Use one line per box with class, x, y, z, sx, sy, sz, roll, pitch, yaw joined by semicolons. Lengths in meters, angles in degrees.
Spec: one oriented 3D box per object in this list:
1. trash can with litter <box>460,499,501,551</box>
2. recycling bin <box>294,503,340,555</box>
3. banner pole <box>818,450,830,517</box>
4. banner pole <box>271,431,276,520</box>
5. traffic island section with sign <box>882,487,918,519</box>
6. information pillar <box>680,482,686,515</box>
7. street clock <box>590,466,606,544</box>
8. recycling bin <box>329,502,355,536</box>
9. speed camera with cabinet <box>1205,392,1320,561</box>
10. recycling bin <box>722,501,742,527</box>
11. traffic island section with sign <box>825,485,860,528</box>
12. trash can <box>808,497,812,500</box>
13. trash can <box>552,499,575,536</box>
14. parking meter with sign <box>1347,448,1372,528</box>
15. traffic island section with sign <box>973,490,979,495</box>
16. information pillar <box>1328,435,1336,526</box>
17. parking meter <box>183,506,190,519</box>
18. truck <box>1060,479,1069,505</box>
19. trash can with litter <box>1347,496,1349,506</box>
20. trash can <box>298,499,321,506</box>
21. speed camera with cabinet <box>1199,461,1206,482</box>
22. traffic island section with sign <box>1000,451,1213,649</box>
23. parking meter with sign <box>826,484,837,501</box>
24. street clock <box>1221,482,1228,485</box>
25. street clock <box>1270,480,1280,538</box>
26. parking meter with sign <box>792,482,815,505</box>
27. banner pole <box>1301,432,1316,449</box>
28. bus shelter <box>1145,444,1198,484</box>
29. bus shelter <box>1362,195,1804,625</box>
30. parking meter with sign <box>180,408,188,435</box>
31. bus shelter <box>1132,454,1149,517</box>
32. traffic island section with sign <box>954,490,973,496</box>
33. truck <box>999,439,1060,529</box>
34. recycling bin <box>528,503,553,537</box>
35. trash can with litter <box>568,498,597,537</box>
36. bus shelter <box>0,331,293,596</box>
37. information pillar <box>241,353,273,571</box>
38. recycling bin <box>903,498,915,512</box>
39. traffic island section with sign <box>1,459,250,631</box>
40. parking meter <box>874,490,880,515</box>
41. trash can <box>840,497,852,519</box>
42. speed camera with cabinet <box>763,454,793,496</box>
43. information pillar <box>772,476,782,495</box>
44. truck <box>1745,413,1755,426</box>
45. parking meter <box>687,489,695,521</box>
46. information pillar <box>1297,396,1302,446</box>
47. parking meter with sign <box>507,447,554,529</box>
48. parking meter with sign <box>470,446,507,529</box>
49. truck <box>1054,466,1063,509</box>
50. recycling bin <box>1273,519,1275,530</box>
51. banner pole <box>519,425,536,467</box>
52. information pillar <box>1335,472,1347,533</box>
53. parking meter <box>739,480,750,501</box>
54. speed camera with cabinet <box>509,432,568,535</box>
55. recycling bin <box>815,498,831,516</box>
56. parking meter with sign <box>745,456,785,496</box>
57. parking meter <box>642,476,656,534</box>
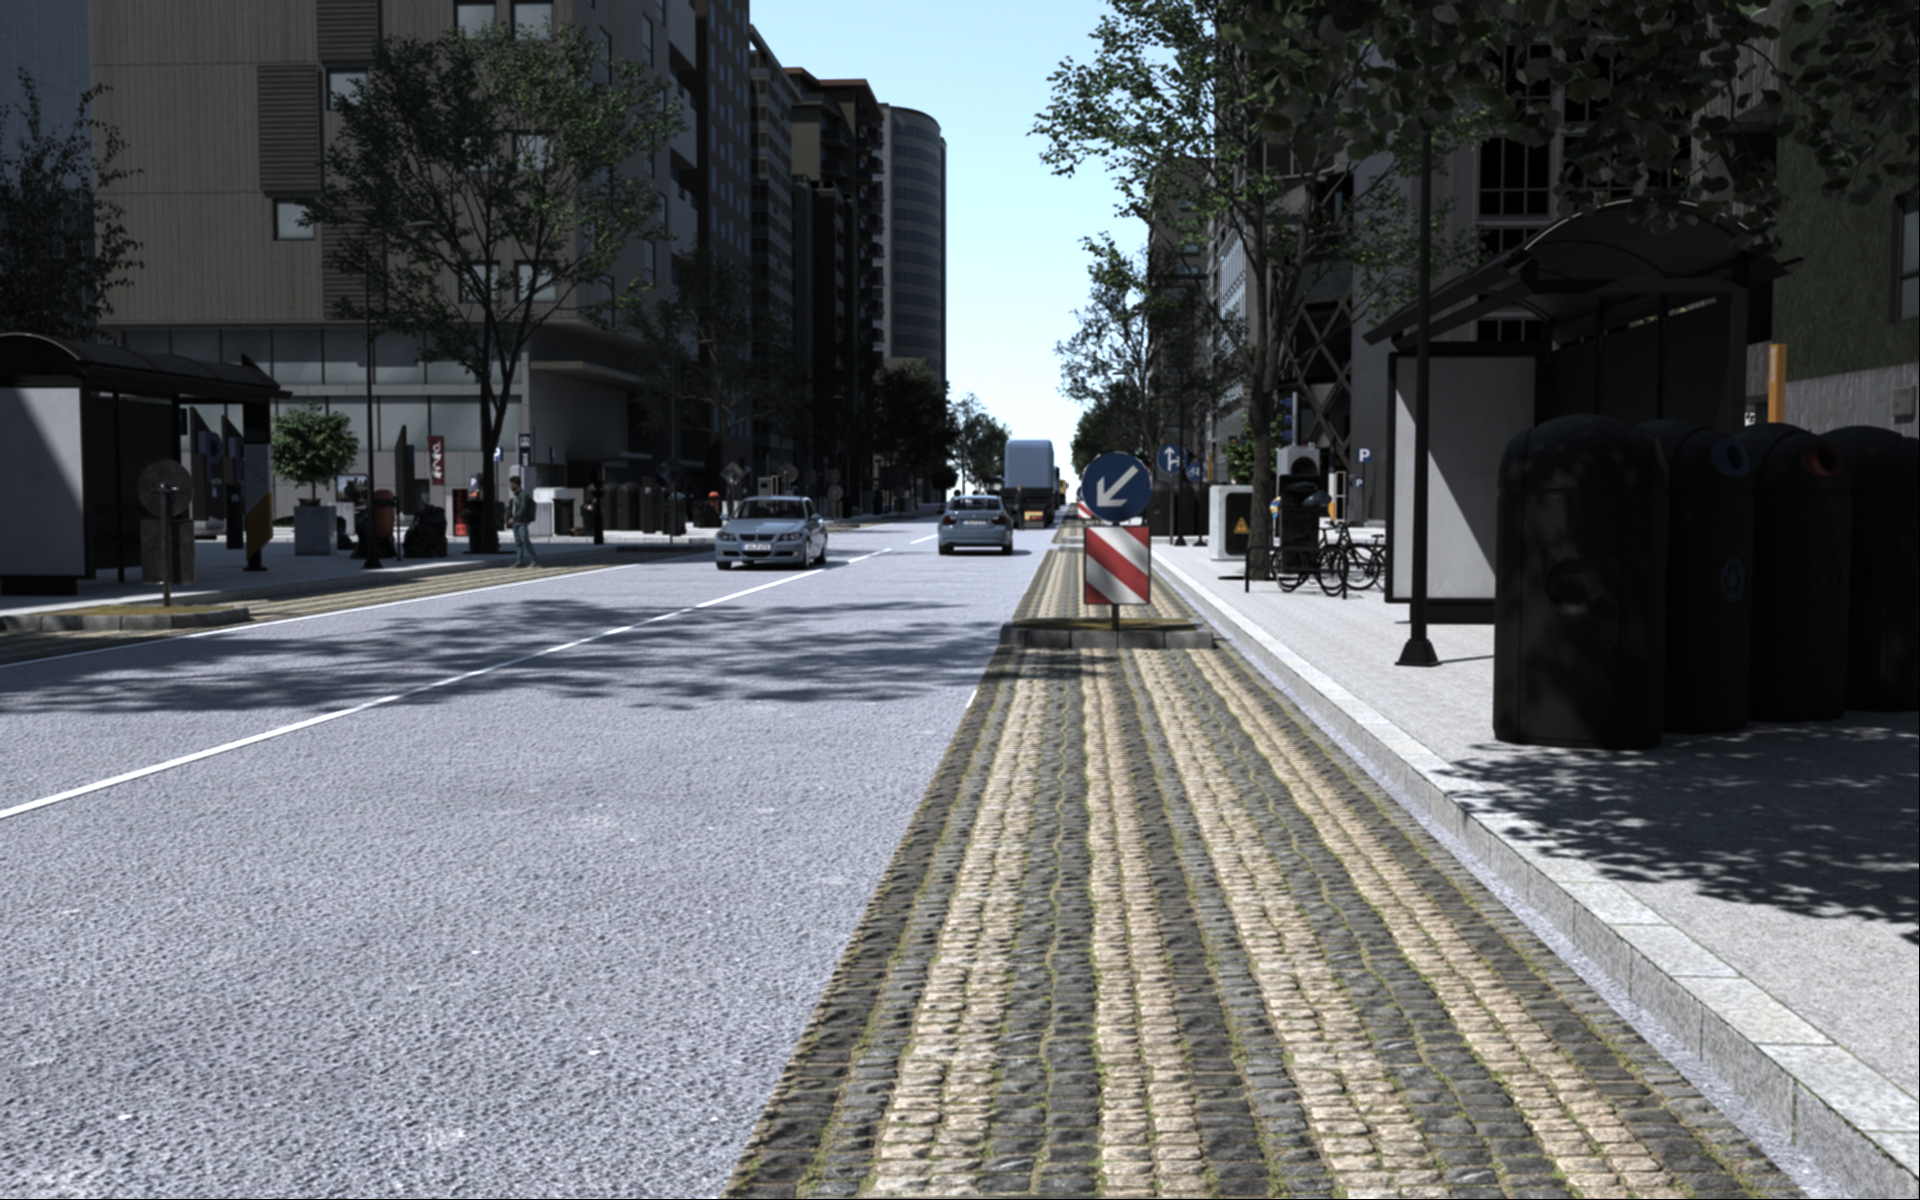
trash can with litter;-10.746;-1.682;38.885;0.624;1.170;1.055;0;4;6
recycling bin;-13.609;-1.470;36.585;0.722;1.027;0.722;0;4;-7
banner pole;-7.973;-6.782;100.906;0.863;3.779;0.401;0;4;3
banner pole;-27.530;-4.833;69.029;0.401;3.779;0.863;2;4;27
traffic island section with sign;-3.503;-5.665;101.255;1.989;1.847;2.006;0;4;4
information pillar;-17.197;-6.301;107.515;0.304;2.012;0.304;0;4;8
street clock;-9.220;-2.421;44.151;0.358;2.002;0.471;1;4;15
recycling bin;-18.882;-2.468;52.906;0.722;1.027;0.722;-1;4;-20
speed camera with cabinet;5.862;-2.385;33.333;2.038;3.252;0.660;-1;4;-12
recycling bin;-8.355;-3.171;64.407;0.722;1.027;0.722;2;4;25
traffic island section with sign;-5.329;-3.998;73.998;1.989;1.847;2.006;0;4;4
trash can;-7.833;-4.644;87.578;0.748;1.137;0.748;0;3;0
trash can;-12.264;-2.566;53.608;0.748;1.137;0.748;0;3;0
parking meter with sign;15.240;-4.294;66.474;0.543;3.016;1.738;0;4;-4
traffic island section with sign;1.649;-10.395;178.579;1.989;1.847;2.006;0;4;4
information pillar;14.928;-4.776;69.440;0.183;3.616;0.504;-1;4;-13
parking meter;-25.903;-3.019;57.774;0.372;1.533;0.369;0;3;0
truck;12.573;-14.160;227.442;3.469;3.379;9.791;0;4;3
trash can with litter;20.019;-4.772;89.403;0.624;1.170;1.055;2;4;28
trash can;-20.776;-2.673;55.364;0.748;1.137;0.748;0;3;0
speed camera with cabinet;15.517;-6.781;105.209;2.038;3.252;0.660;0;4;-8
traffic island section with sign;1.402;-0.506;16.902;1.989;1.847;2.006;0;4;4
parking meter with sign;-9.166;-7.972;126.603;0.543;3.016;1.738;3;4;38
street clock;15.595;-5.972;102.216;0.358;2.002;0.471;-3;5;-40
street clock;9.387;-2.839;50.991;0.471;2.002;0.358;2;4;27
parking meter with sign;-10.115;-7.055;111.603;1.738;3.016;0.543;2;4;26
banner pole;13.886;-4.866;69.583;0.863;3.779;0.401;1;4;16
bus shelter;8.865;-4.835;72.977;2.014;3.302;5.546;0;4;4
bus shelter;4.830;-1.259;14.501;2.014;3.302;5.546;0;4;4
parking meter with sign;-16.305;-2.341;34.530;0.543;3.016;1.738;2;4;28
bus shelter;10.120;-6.714;101.061;1.731;3.624;6.357;0;4;4
traffic island section with sign;-0.165;-8.727;151.309;1.989;1.847;2.006;0;4;4
truck;2.941;-5.491;79.538;2.967;4.110;18.799;0;4;4
recycling bin;-12.535;-2.392;51.669;0.722;1.027;0.722;-1;4;-12
trash can with litter;-11.304;-2.481;51.952;1.055;1.170;0.624;2;4;25
bus shelter;-11.568;-1.860;24.339;2.014;3.302;5.546;0;4;4
information pillar;-11.675;-2.288;28.760;0.504;3.616;0.183;1;4;16
recycling bin;-3.699;-6.860;124.711;0.722;1.027;0.722;1;4;22
traffic island section with sign;-8.995;-0.635;19.004;1.989;1.847;2.006;0;4;4
parking meter;-5.046;-5.898;104.835;0.372;1.533;0.369;0;3;0
trash can;-5.983;-4.847;90.900;0.748;1.137;0.748;0;3;0
speed camera with cabinet;-8.932;-5.546;85.019;0.660;3.252;2.038;-3;4;-36
information pillar;-7.380;-4.005;69.971;0.304;2.012;0.304;3;5;41
truck;21.235;-3.463;45.528;11.283;4.237;2.839;0;4;6
parking meter;-12.758;-4.519;82.298;0.372;1.533;0.369;0;3;0
information pillar;7.997;-3.065;41.470;0.183;3.616;0.504;-2;4;-24
parking meter with sign;-15.939;-4.151;64.135;1.738;3.016;0.543;0;4;-7
parking meter with sign;-17.420;-4.073;62.859;0.543;3.016;1.738;2;4;32
truck;7.788;-10.406;159.900;2.967;4.110;18.799;0;4;5
recycling bin;11.193;-2.954;60.856;0.722;1.027;0.722;-1;4;-18
banner pole;-15.743;-4.482;63.294;0.863;3.779;0.401;1;4;21
information pillar;12.507;-3.199;56.802;0.304;2.012;0.304;2;4;28
parking meter;-8.810;-3.976;70.723;0.399;1.863;0.255;-2;4;-26
speed camera with cabinet;-13.501;-3.738;55.454;2.038;3.252;0.660;2;4;31
recycling bin;-7.883;-5.331;99.718;0.722;1.027;0.722;-2;4;-28
parking meter with sign;-8.907;-5.082;79.359;1.738;3.016;0.543;0;4;-3
parking meter;-10.035;-3.075;55.990;0.399;1.863;0.255;1;4;8
